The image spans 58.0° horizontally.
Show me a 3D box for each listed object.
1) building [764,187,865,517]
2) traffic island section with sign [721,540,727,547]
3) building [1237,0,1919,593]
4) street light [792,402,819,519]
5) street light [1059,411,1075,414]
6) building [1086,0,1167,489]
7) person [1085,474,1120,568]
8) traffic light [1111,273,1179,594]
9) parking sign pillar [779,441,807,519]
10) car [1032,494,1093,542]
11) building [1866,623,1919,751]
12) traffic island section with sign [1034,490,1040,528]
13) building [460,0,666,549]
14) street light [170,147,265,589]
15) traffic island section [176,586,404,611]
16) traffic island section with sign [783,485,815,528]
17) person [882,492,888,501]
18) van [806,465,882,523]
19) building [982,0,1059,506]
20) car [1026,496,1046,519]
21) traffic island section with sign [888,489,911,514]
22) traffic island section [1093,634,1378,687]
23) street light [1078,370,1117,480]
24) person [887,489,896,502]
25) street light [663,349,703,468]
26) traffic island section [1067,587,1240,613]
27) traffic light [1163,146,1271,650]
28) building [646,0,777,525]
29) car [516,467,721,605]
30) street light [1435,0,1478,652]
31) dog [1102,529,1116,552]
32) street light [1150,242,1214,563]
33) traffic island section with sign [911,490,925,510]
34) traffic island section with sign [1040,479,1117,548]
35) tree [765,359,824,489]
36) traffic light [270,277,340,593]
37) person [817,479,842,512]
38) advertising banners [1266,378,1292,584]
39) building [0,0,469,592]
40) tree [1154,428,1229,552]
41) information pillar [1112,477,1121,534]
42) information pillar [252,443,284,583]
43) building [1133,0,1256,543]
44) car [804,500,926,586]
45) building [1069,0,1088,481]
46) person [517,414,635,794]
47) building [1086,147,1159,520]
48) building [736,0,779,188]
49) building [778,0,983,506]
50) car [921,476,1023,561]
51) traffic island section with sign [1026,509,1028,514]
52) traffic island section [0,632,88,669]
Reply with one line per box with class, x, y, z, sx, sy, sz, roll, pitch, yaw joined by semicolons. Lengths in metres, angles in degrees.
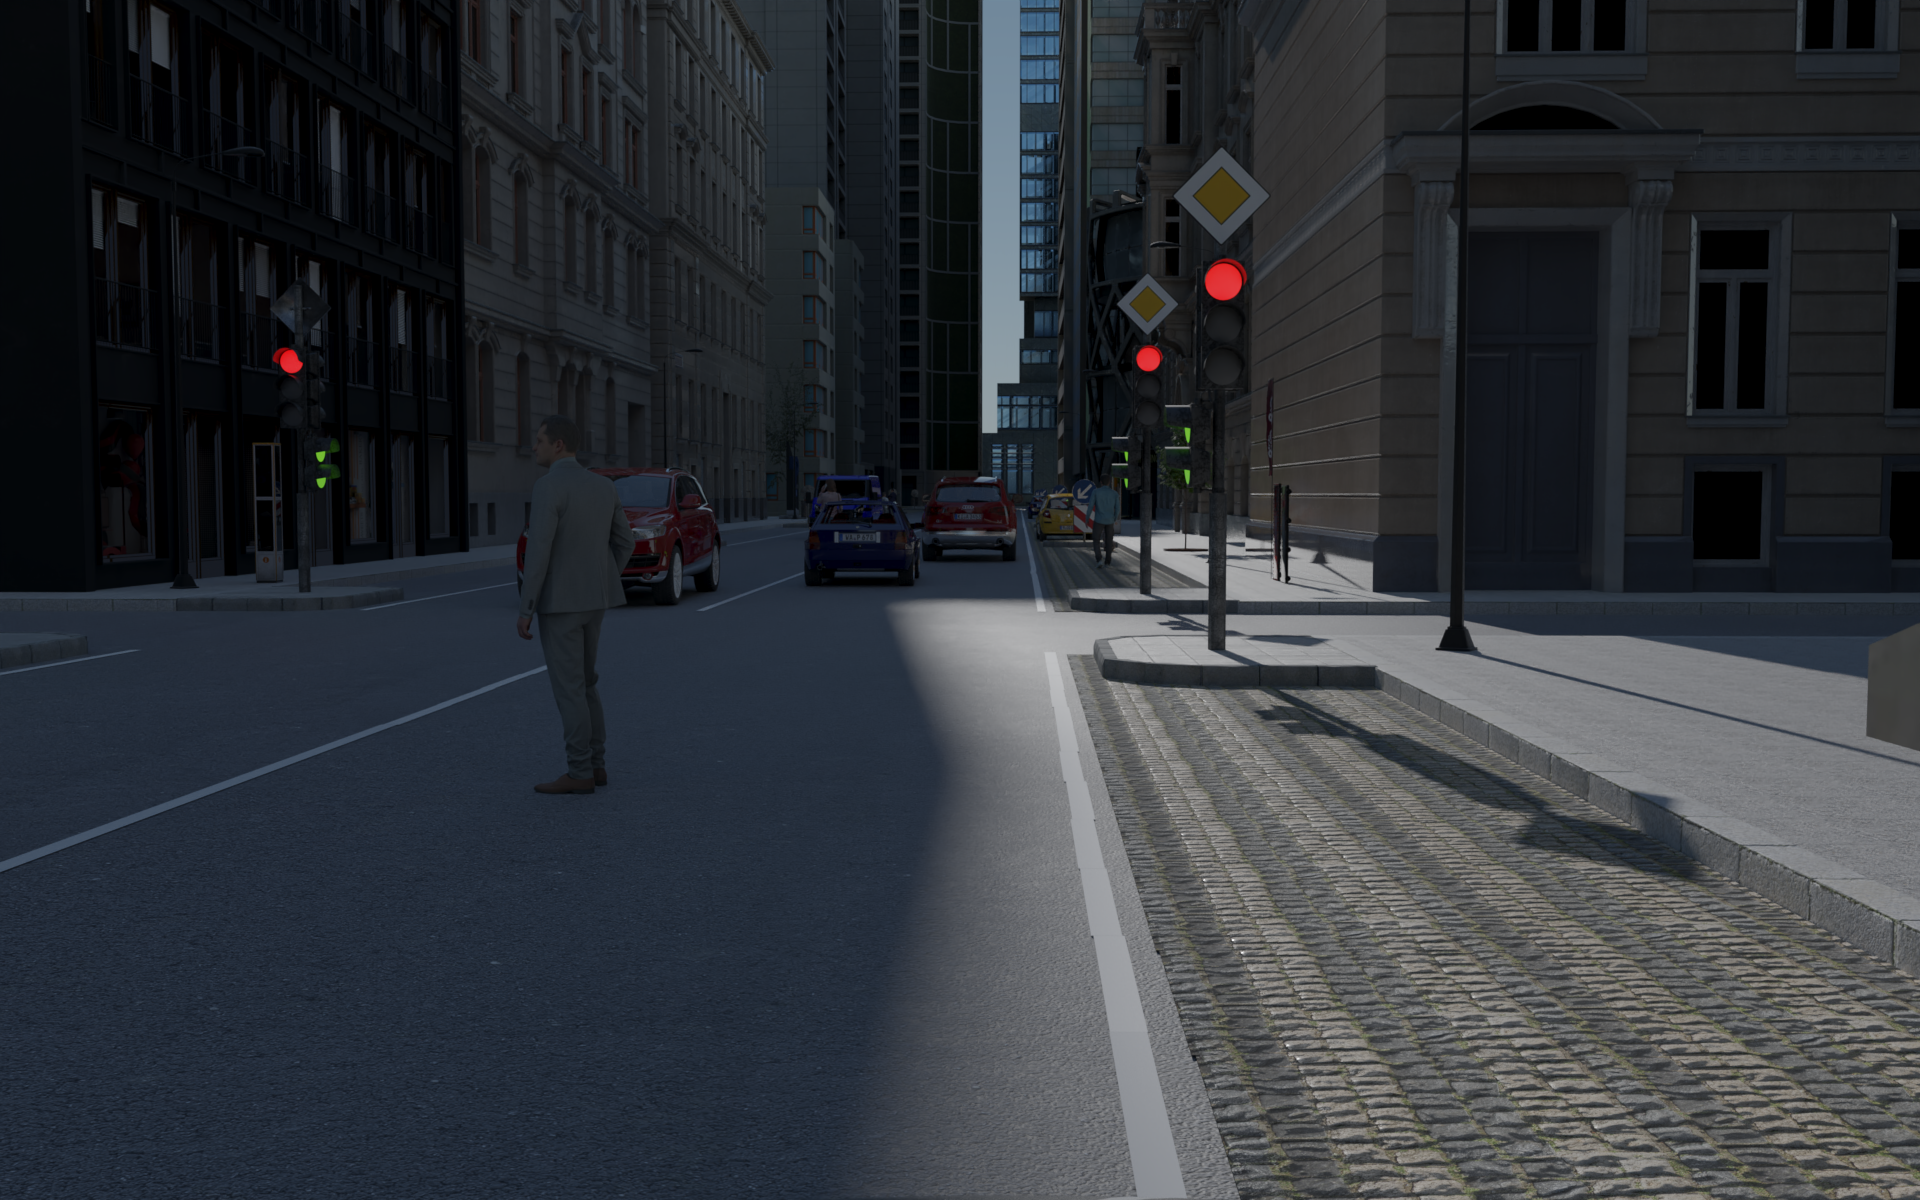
building;-21.299;-16.372;112.730;27.650;21.520;28.899;0;4;2
traffic island section with sign;-7.429;-2.360;47.216;1.989;1.847;2.006;0;4;2
building;15.313;-14.784;27.631;20.117;28.700;13.634;0;4;2
street light;-7.829;-7.033;87.533;1.470;5.913;1.316;0;4;2
street light;6.233;-7.625;97.213;1.470;5.913;1.316;0;4;2
building;14.790;-25.875;106.649;14.154;41.232;14.086;0;4;2
person;2.758;-1.519;33.349;0.660;1.820;0.620;-1;4;-10
traffic light;2.366;-2.033;22.154;0.839;4.253;0.868;0;4;2
parking sign pillar;-8.613;-6.153;89.080;1.447;3.967;1.447;0;4;5
car;3.230;-2.628;53.197;2.015;1.641;3.980;0;4;0
building;20.668;-18.875;0.492;32.217;40.220;23.993;0;4;2
traffic island section with sign;4.139;-3.993;73.912;1.989;1.847;2.006;0;4;2
building;-17.398;-16.048;49.779;14.401;28.519;23.554;0;4;2
street light;-10.008;-3.108;23.355;1.470;5.913;1.316;0;4;2
traffic island section;-8.579;-0.022;22.637;2.009;0.180;2.903;0;4;2
traffic island section with sign;-6.516;-4.030;74.510;1.989;1.847;2.006;0;4;2
person;-3.541;-4.172;79.316;0.503;1.515;0.523;-2;4;-34
van;-3.603;-3.115;55.313;2.240;2.365;5.245;0;4;2
building;18.216;-53.673;190.232;31.000;86.520;22.319;0;4;2
car;4.808;-5.390;100.706;1.945;1.354;3.894;0;4;1
traffic island section with sign;-4.815;-7.126;125.142;1.989;1.847;2.006;0;4;2
traffic island section;2.139;0.489;14.286;2.009;0.180;2.903;0;4;2
street light;5.272;-5.642;64.792;1.470;5.913;1.316;0;4;2
person;-4.273;-5.986;106.824;0.568;1.767;0.683;3;4;38
street light;-8.900;-5.070;55.443;1.470;5.913;1.316;0;4;2
traffic island section;2.406;0.001;22.266;2.009;0.180;2.903;0;4;2
traffic light;2.099;-1.544;14.173;0.839;4.253;0.868;0;4;2
building;-15.696;-16.937;74.180;12.463;27.353;25.104;0;4;2
car;-4.610;-0.937;23.986;2.281;1.827;5.304;0;4;1
street light;3.549;-2.543;14.112;1.470;5.913;1.316;0;4;2
dog;3.608;-1.605;43.083;0.513;0.831;0.800;2;4;33
street light;4.200;-3.638;32.027;1.470;5.913;1.316;0;4;2
traffic island section with sign;-3.912;-8.781;152.192;1.989;1.847;2.006;0;4;2
traffic island section with sign;3.245;-2.345;46.972;1.989;1.847;2.006;0;4;2
tree;-9.404;-8.697;92.562;4.360;8.622;3.978;0;3;0
traffic light;-8.539;-2.054;22.501;0.839;4.253;0.868;0;4;2
person;-2.617;-1.642;35.944;0.593;1.750;0.643;-2;4;-28
advertising banners;4.694;-1.798;25.581;0.090;3.025;2.074;0;4;2
building;-17.280;-12.250;29.971;12.332;23.373;15.834;0;4;2
tree;5.209;-2.710;38.910;1.663;3.219;1.824;0;3;0
information pillar;5.003;-3.117;55.459;0.304;2.012;0.304;0;4;3
information pillar;-9.983;-1.254;24.997;0.304;2.012;0.304;0;4;-3
building;13.004;-14.526;56.591;14.460;24.649;34.723;0;4;2
car;-1.550;-0.964;28.336;1.945;1.354;3.894;0;4;1
building;15.109;-28.811;121.170;14.600;45.320;14.200;0;4;2
person;-1.863;0.016;8.338;0.391;1.810;0.635;1;4;19
building;14.847;-13.526;88.597;16.820;18.784;16.811;0;4;2
building;-16.498;-44.220;161.241;20.611;71.187;20.563;0;4;2
building;-7.943;-46.021;190.692;20.611;71.187;20.563;0;4;2
car;0.251;-1.827;38.550;2.281;1.827;5.304;0;4;2
traffic island section with sign;5.823;-7.054;123.964;1.989;1.847;2.006;0;4;2
traffic island section;-8.846;0.466;14.657;2.009;0.180;2.903;0;4;2
